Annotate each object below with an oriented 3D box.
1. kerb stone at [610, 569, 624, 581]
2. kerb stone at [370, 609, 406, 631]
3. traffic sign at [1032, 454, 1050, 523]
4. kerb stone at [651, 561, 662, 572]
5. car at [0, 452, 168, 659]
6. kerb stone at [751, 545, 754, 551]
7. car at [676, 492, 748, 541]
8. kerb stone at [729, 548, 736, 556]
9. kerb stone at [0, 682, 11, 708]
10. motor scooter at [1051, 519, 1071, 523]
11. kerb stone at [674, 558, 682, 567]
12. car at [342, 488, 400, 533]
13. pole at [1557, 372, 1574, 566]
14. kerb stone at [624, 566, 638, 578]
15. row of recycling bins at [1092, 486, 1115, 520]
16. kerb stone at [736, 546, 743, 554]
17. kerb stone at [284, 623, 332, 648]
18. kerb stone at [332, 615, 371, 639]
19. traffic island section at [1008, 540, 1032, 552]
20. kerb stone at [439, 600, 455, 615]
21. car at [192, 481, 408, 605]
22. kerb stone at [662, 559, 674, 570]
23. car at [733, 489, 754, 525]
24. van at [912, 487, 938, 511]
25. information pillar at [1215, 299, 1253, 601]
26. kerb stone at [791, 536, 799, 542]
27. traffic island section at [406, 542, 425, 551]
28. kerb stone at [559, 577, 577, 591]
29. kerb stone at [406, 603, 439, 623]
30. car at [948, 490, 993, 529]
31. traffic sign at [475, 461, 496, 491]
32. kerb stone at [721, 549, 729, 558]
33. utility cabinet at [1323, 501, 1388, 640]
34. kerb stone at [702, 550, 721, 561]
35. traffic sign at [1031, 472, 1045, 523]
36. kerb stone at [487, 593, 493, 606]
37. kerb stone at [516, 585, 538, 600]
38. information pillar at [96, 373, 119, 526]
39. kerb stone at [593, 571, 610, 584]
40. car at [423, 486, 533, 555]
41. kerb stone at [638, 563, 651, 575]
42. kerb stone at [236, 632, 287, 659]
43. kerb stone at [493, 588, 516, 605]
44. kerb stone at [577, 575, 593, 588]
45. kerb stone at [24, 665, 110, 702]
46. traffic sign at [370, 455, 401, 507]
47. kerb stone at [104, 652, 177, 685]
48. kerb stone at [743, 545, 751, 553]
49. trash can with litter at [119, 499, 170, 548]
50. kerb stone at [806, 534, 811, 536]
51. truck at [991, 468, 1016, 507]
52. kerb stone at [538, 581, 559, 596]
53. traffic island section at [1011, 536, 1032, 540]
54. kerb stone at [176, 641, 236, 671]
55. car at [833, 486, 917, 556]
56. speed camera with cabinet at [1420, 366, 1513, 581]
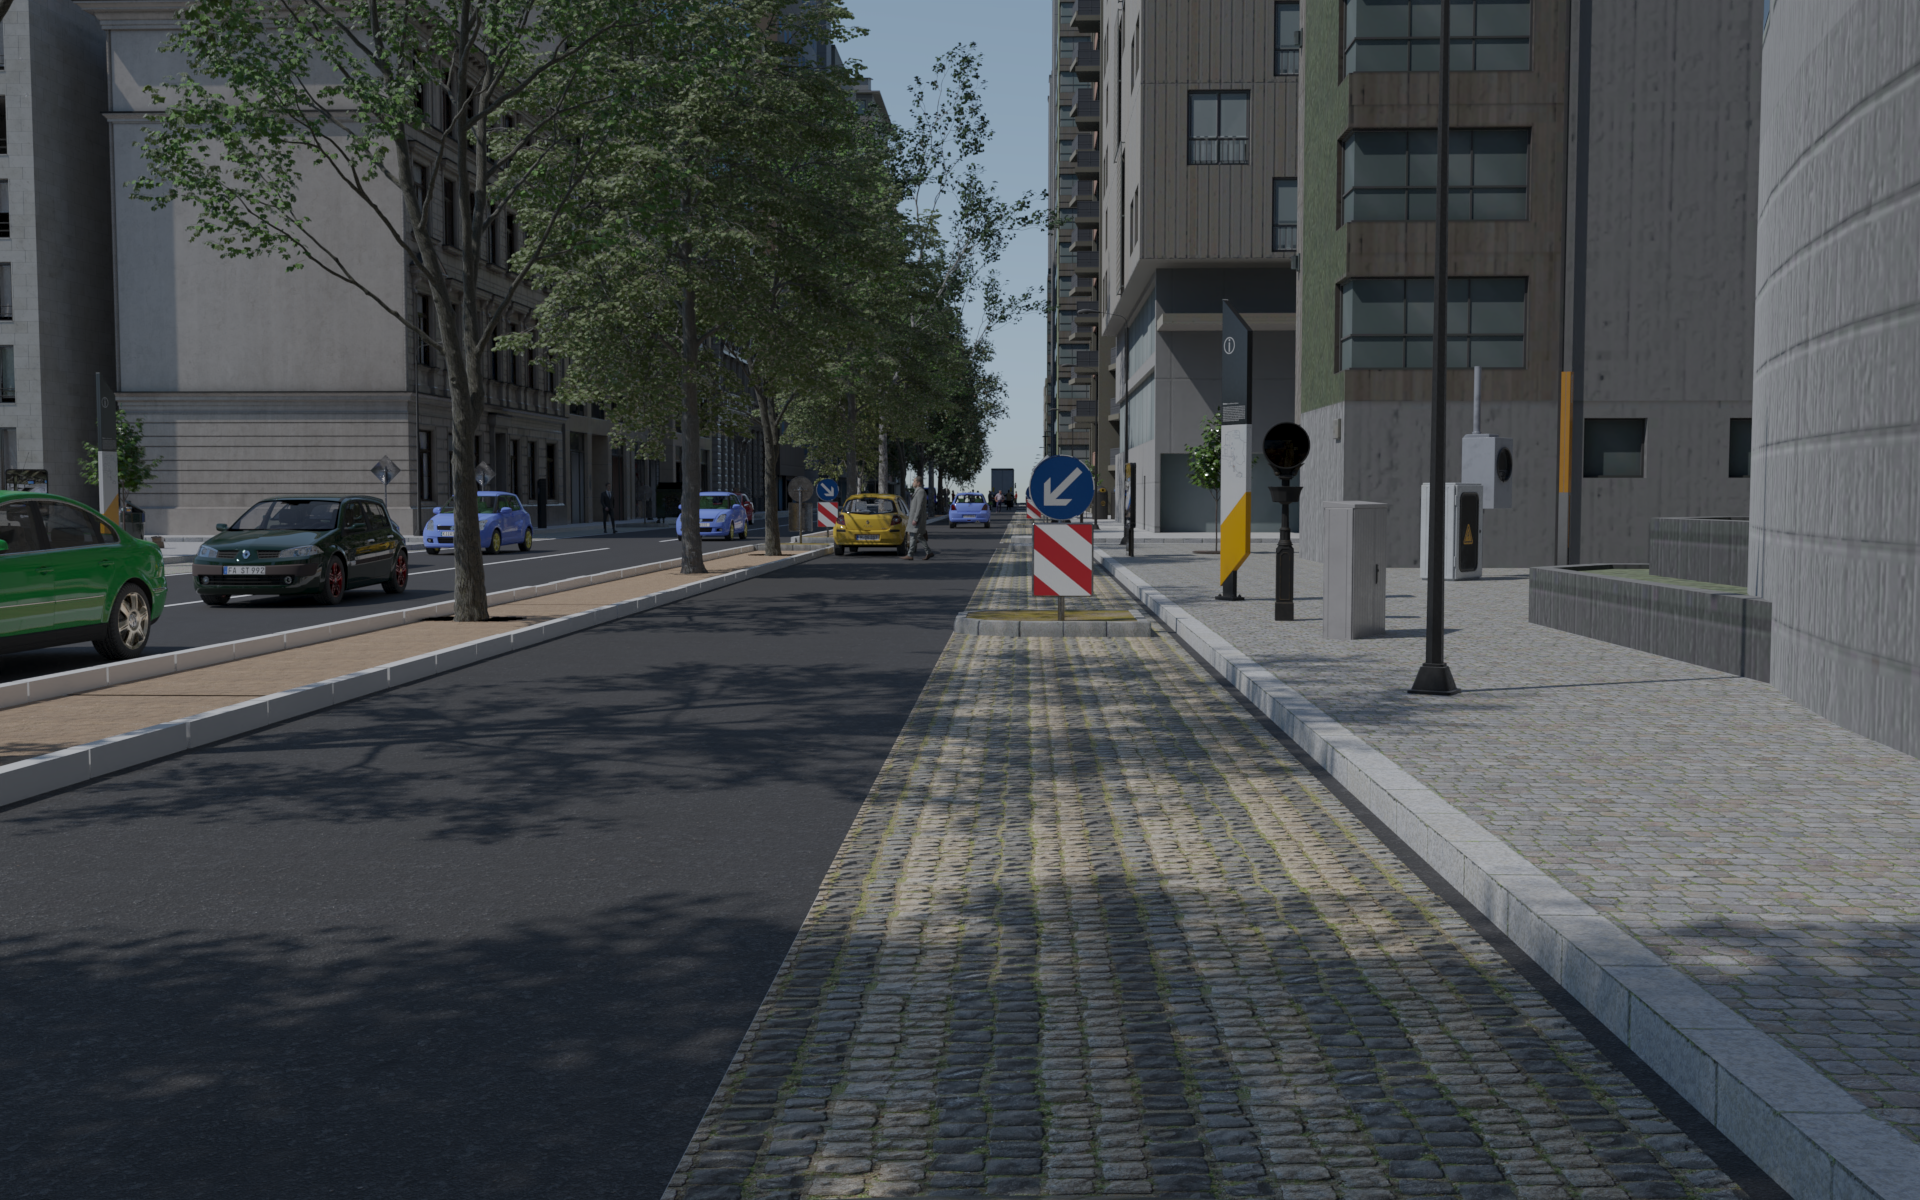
[{"bbox_3d":[-5.789,-0.398,28.716,0.120,0.150,1.000,0,4,2],"label":"kerb stone"},{"bbox_3d":[-6.178,0.227,18.481,0.120,0.150,1.000,0,4,2],"label":"kerb stone"},{"bbox_3d":[2.207,-2.455,43.775,0.795,2.450,0.064,0,4,2],"label":"traffic sign"},{"bbox_3d":[-5.676,-0.587,31.800,0.120,0.150,1.000,0,4,2],"label":"kerb stone"},{"bbox_3d":[-8.120,-0.301,13.721,1.959,1.807,4.718,0,4,2],"label":"car"},{"bbox_3d":[-5.246,-1.278,43.089,0.120,0.150,1.000,0,4,2],"label":"kerb stone"},{"bbox_3d":[-7.720,-2.717,54.011,1.945,1.707,3.694,0,4,3],"label":"car"},{"bbox_3d":[-5.370,-1.089,39.999,0.120,0.150,1.000,0,4,2],"label":"kerb stone"},{"bbox_3d":[-6.437,0.666,11.313,0.120,0.150,1.000,0,4,2],"label":"kerb stone"},{"bbox_3d":[2.035,-1.350,34.855,0.815,1.314,1.986,0,4,3],"label":"motor scooter"},{"bbox_3d":[-5.593,-0.713,33.853,0.120,0.150,1.000,0,4,2],"label":"kerb stone"},{"bbox_3d":[-12.050,-1.418,32.979,2.009,1.686,4.222,0,4,1],"label":"car"},{"bbox_3d":[10.134,-2.149,28.983,0.158,3.312,0.155,0,3,0],"label":"pole"},{"bbox_3d":[-5.747,-0.460,29.752,0.120,0.150,1.000,0,4,2],"label":"kerb stone"},{"bbox_3d":[8.370,-4.887,87.012,3.534,1.692,1.069,1,4,13],"label":"row of recycling bins"},{"bbox_3d":[-5.331,-1.152,41.028,0.120,0.150,1.000,0,4,2],"label":"kerb stone"},{"bbox_3d":[-6.241,0.352,16.438,0.120,0.150,1.000,0,4,2],"label":"kerb stone"},{"bbox_3d":[-6.209,0.290,17.459,0.120,0.150,1.000,0,4,2],"label":"kerb stone"},{"bbox_3d":[2.231,-1.319,43.852,2.009,0.180,2.903,0,4,2],"label":"traffic island section"},{"bbox_3d":[-6.092,0.102,20.526,0.120,0.150,1.000,0,4,2],"label":"kerb stone"},{"bbox_3d":[-8.920,-0.848,23.656,2.009,1.686,4.222,0,4,0],"label":"car"},{"bbox_3d":[-5.631,-0.650,32.826,0.120,0.150,1.000,0,4,2],"label":"kerb stone"},{"bbox_3d":[-10.602,-4.306,79.450,2.155,1.783,4.494,0,4,3],"label":"car"},{"bbox_3d":[-2.847,-8.755,147.526,2.240,2.365,5.245,0,4,2],"label":"van"},{"bbox_3d":[3.302,-1.798,20.757,0.183,3.616,0.504,-2,4,-30],"label":"information pillar"},{"bbox_3d":[-4.930,-1.811,51.806,0.120,0.150,1.000,0,4,2],"label":"kerb stone"},{"bbox_3d":[-14.748,-1.358,44.492,2.009,0.180,2.903,0,4,2],"label":"traffic island section"},{"bbox_3d":[-5.899,-0.206,25.650,0.120,0.150,1.000,0,4,2],"label":"kerb stone"},{"bbox_3d":[-6.128,0.168,19.502,0.120,0.150,1.000,0,4,2],"label":"kerb stone"},{"bbox_3d":[0.431,-3.900,73.362,1.945,1.707,3.694,0,4,2],"label":"car"},{"bbox_3d":[-14.425,-2.983,52.409,0.795,2.450,0.064,0,4,2],"label":"traffic sign"},{"bbox_3d":[-5.400,-1.026,38.977,0.120,0.150,1.000,0,4,2],"label":"kerb stone"},{"bbox_3d":[3.589,-0.277,15.689,0.306,1.237,1.020,2,4,30],"label":"utility cabinet"},{"bbox_3d":[-5.446,-0.961,37.956,0.120,0.150,1.000,0,4,2],"label":"kerb stone"},{"bbox_3d":[2.507,-2.943,51.755,0.795,2.450,0.064,0,4,2],"label":"traffic sign"},{"bbox_3d":[-6.053,0.040,21.547,0.120,0.150,1.000,0,4,2],"label":"kerb stone"},{"bbox_3d":[-5.980,-0.086,23.597,0.120,0.150,1.000,0,4,2],"label":"kerb stone"},{"bbox_3d":[-16.617,-2.594,33.763,0.183,3.616,0.504,0,4,8],"label":"information pillar"},{"bbox_3d":[-5.823,-0.329,27.695,0.120,0.150,1.000,0,4,2],"label":"kerb stone"},{"bbox_3d":[-11.708,-1.990,42.121,1.945,1.707,3.694,0,4,4],"label":"car"},{"bbox_3d":[-5.709,-0.523,30.773,0.120,0.150,1.000,0,4,2],"label":"kerb stone"},{"bbox_3d":[-6.289,0.419,15.417,0.120,0.150,1.000,0,4,2],"label":"kerb stone"},{"bbox_3d":[-6.023,-0.023,22.576,0.120,0.150,1.000,0,4,2],"label":"kerb stone"},{"bbox_3d":[-5.870,-0.274,26.671,0.120,0.150,1.000,0,4,2],"label":"kerb stone"},{"bbox_3d":[-6.403,0.603,12.340,0.120,0.150,1.000,0,4,2],"label":"kerb stone"},{"bbox_3d":[-14.725,-2.495,44.429,0.795,2.450,0.064,0,4,2],"label":"traffic sign"},{"bbox_3d":[-6.368,0.540,13.373,0.120,0.150,1.000,0,4,2],"label":"kerb stone"},{"bbox_3d":[-5.283,-1.215,42.059,0.120,0.150,1.000,0,4,2],"label":"kerb stone"},{"bbox_3d":[-19.238,-1.801,40.838,1.055,1.170,0.624,-2,4,-27],"label":"trash can with litter"},{"bbox_3d":[-4.840,-1.937,53.865,0.120,0.150,1.000,0,4,2],"label":"kerb stone"},{"bbox_3d":[4.798,-12.474,192.864,2.839,4.237,11.283,0,4,2],"label":"truck"},{"bbox_3d":[-5.938,-0.134,24.622,0.120,0.150,1.000,0,4,2],"label":"kerb stone"},{"bbox_3d":[2.531,-1.807,51.831,2.009,0.180,2.903,0,4,2],"label":"traffic island section"},{"bbox_3d":[-6.324,0.479,14.395,0.120,0.150,1.000,0,4,2],"label":"kerb stone"},{"bbox_3d":[-1.987,-1.923,41.669,2.015,1.641,3.980,0,4,4],"label":"car"},{"bbox_3d":[7.709,-1.952,26.258,0.660,3.252,2.038,3,5,41],"label":"speed camera with cabinet"}]
